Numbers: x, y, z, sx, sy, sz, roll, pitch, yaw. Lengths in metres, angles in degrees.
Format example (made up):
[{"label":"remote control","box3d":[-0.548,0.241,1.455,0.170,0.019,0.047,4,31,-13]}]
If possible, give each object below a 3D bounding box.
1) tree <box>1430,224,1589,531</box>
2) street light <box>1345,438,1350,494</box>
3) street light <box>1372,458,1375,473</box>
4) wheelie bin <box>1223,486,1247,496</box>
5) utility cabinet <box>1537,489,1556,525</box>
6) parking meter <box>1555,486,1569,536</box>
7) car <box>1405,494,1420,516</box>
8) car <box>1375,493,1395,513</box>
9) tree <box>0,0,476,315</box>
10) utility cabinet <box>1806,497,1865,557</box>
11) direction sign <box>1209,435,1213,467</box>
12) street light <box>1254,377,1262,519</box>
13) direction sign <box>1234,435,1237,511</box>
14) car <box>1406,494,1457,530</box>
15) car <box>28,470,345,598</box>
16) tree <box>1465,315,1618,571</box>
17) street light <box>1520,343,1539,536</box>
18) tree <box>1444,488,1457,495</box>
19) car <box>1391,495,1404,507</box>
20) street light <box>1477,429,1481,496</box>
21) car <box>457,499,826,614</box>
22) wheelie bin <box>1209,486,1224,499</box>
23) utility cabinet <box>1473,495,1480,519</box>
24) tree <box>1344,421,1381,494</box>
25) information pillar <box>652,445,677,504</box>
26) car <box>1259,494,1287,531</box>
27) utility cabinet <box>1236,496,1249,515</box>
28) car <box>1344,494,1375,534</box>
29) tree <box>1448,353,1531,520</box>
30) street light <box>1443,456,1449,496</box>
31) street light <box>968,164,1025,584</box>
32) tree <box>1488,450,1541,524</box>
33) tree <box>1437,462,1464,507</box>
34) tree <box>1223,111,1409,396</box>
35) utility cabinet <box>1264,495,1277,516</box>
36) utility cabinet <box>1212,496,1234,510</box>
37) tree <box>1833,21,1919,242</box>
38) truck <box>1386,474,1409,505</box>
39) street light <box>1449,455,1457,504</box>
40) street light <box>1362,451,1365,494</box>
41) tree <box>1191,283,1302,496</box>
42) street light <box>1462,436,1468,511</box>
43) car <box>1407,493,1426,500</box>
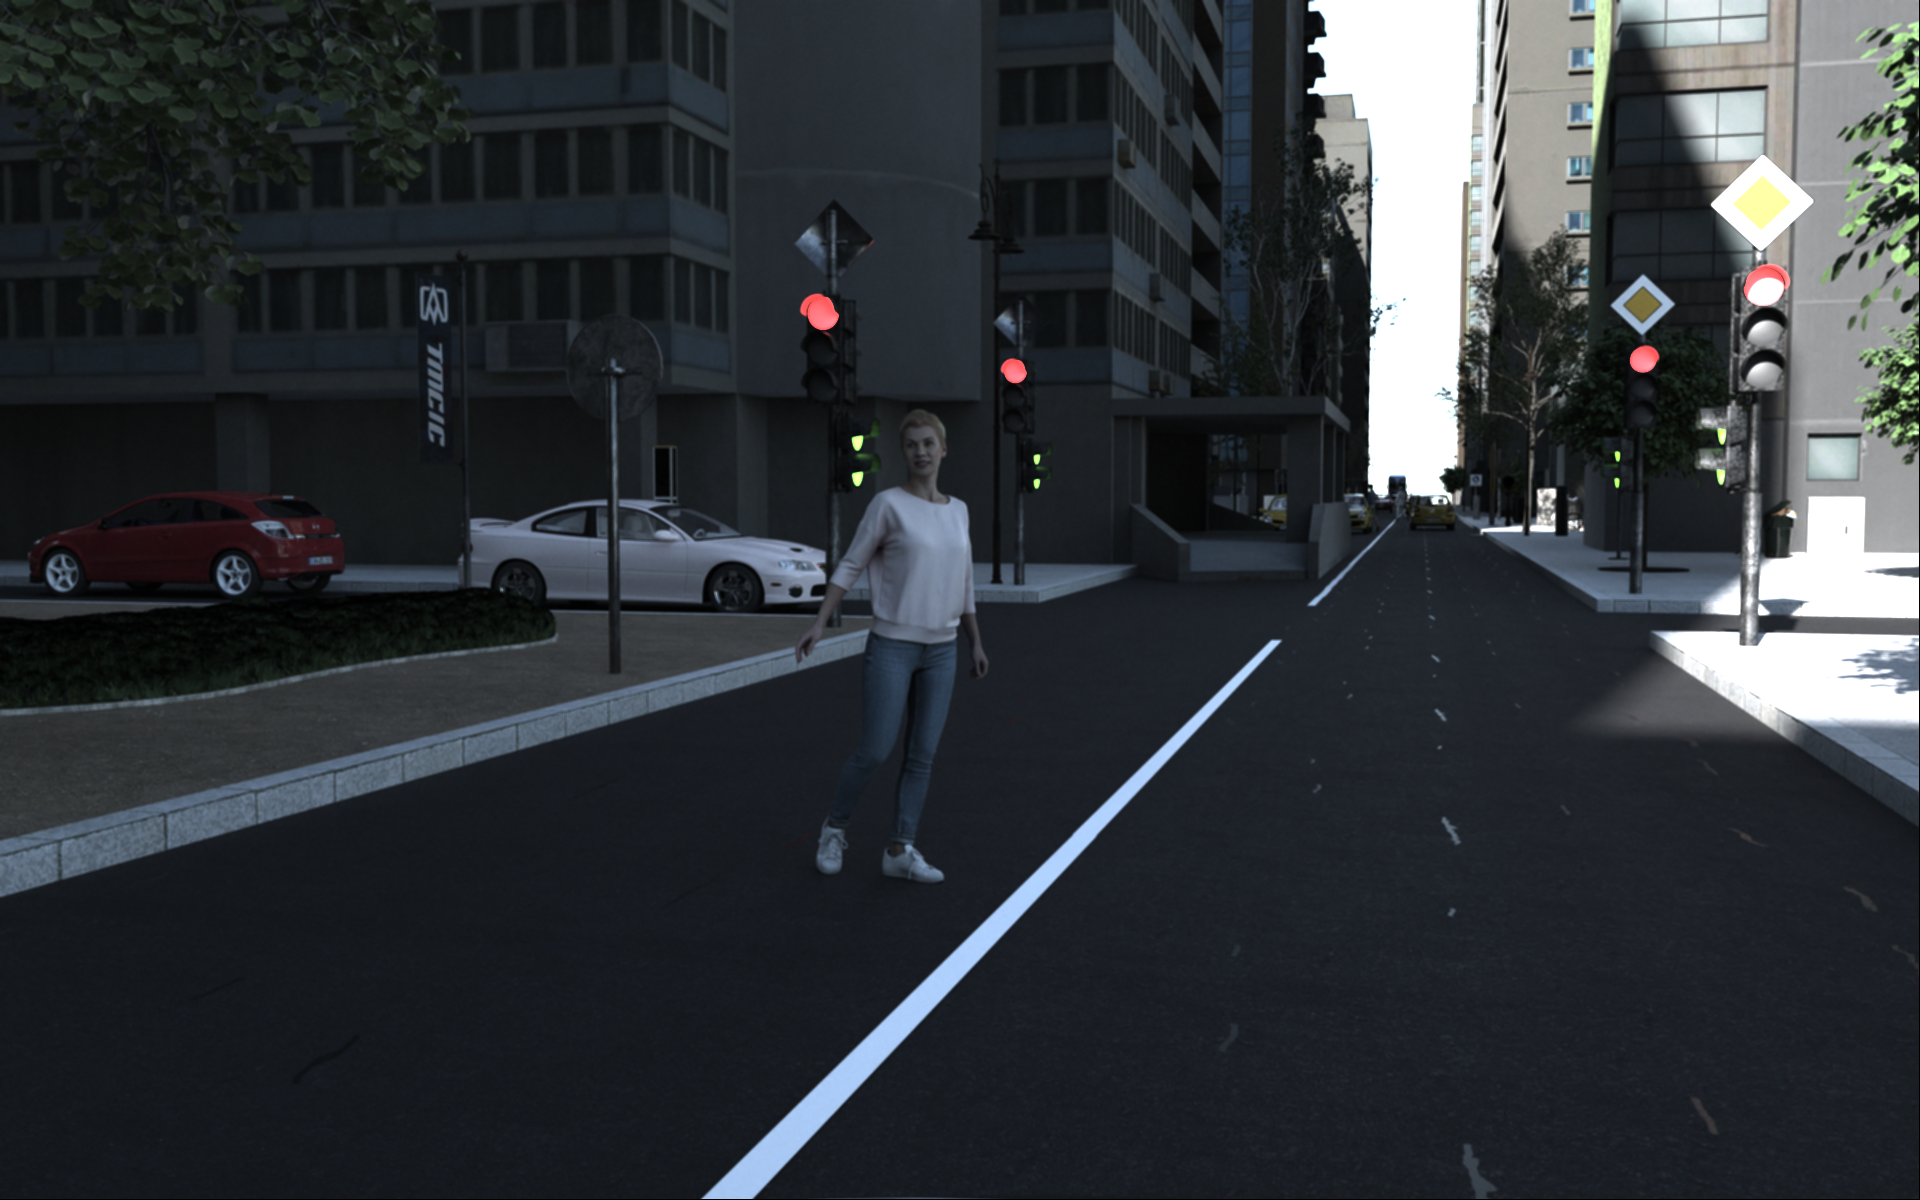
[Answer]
[{"label":"tree","box3d":[19.906,-7.650,59.484,7.601,10.594,8.767,0,4,6]},{"label":"street light","box3d":[31.233,-10.229,140.028,0.468,5.910,1.993,1,4,15]},{"label":"street light","box3d":[52.378,-15.095,219.594,0.468,5.910,1.993,1,4,15]},{"label":"wheelie bin","box3d":[13.567,-4.680,84.418,0.693,1.594,0.980,-3,5,-43]},{"label":"utility cabinet","box3d":[23.942,-3.748,69.957,1.173,1.500,0.318,2,4,34]},{"label":"parking meter","box3d":[18.454,-2.732,53.087,0.372,1.533,0.369,0,3,0]},{"label":"car","box3d":[30.288,-6.355,114.130,2.015,1.641,3.980,1,4,16]},{"label":"car","box3d":[32.578,-7.645,134.029,2.155,1.783,4.494,1,4,14]},{"label":"tree","box3d":[-5.097,-5.415,6.662,7.486,12.596,7.792,0,3,0]},{"label":"utility cabinet","box3d":[17.847,-1.478,35.319,1.020,1.237,0.306,1,4,20]},{"label":"direction sign","box3d":[6.979,-3.533,49.767,0.379,3.537,0.876,-2,4,-27]},{"label":"street light","box3d":[11.223,-5.645,65.076,0.468,5.910,1.993,1,4,15]},{"label":"direction sign","box3d":[8.453,-3.745,53.226,0.379,3.537,0.876,0,4,6]},{"label":"car","box3d":[19.060,-3.654,69.971,2.015,1.641,3.980,1,4,13]},{"label":"car","box3d":[-11.012,-0.950,24.575,4.494,1.783,2.155,1,4,14]},{"label":"tree","box3d":[11.502,-2.761,28.856,4.285,4.588,4.351,0,3,0]},{"label":"street light","box3d":[17.506,-4.926,53.330,0.468,5.910,1.993,1,4,15]},{"label":"tree","box3d":[56.300,-12.482,198.682,1.663,3.219,1.824,0,3,0]},{"label":"car","box3d":[49.978,-11.336,197.921,1.945,1.354,3.894,1,4,15]},{"label":"street light","box3d":[28.328,-7.439,94.417,0.468,5.910,1.993,1,4,15]},{"label":"car","box3d":[-3.814,-0.551,21.378,4.827,1.381,2.083,1,4,15]},{"label":"wheelie bin","box3d":[14.349,-5.401,96.220,0.980,1.594,0.693,-2,4,-34]},{"label":"utility cabinet","box3d":[26.377,-4.724,88.404,0.306,1.237,1.020,1,4,20]},{"label":"tree","box3d":[39.031,-13.430,169.940,4.360,8.622,3.978,0,3,0]},{"label":"information pillar","box3d":[-4.473,-1.333,26.292,0.304,2.012,0.304,0,4,6]},{"label":"car","box3d":[10.102,-2.574,52.305,2.015,1.641,3.980,1,4,16]},{"label":"utility cabinet","box3d":[8.955,-2.677,54.936,0.306,1.237,1.020,0,4,5]},{"label":"car","box3d":[14.209,-3.260,63.530,2.015,1.641,3.980,1,4,16]},{"label":"tree","box3d":[26.644,-8.297,86.024,4.360,8.622,3.978,0,3,0]},{"label":"street light","box3d":[58.492,-14.364,207.645,0.468,5.910,1.993,1,4,15]},{"label":"street light","box3d":[0.526,-3.173,24.662,0.468,5.910,1.993,1,4,15]},{"label":"tree","box3d":[24.174,-4.931,75.222,1.663,3.219,1.824,0,3,0]},{"label":"tree","box3d":[50.149,-11.747,175.770,4.285,4.588,4.351,0,3,0]},{"label":"tree","box3d":[16.322,-14.243,88.762,12.611,20.169,13.585,0,3,0]},{"label":"utility cabinet","box3d":[16.063,-4.784,89.377,0.306,1.237,1.020,-2,4,-24]},{"label":"utility cabinet","box3d":[8.995,-2.873,58.135,1.020,1.237,0.306,0,4,1]},{"label":"tree","box3d":[5.737,-1.469,7.724,4.285,4.588,4.351,0,3,0]},{"label":"truck","box3d":[60.305,-15.227,238.725,2.967,4.110,18.799,1,4,14]},{"label":"street light","box3d":[47.934,-11.929,167.833,0.468,5.910,1.993,1,4,15]},{"label":"street light","box3d":[41.706,-12.626,179.229,0.468,5.910,1.993,1,4,15]},{"label":"tree","box3d":[10.051,-6.793,61.427,4.737,8.622,4.395,0,3,0]},{"label":"street light","box3d":[37.123,-9.459,127.438,0.468,5.910,1.993,1,4,15]},{"label":"car","box3d":[36.314,-7.779,136.776,1.945,1.707,3.694,1,4,13]}]
